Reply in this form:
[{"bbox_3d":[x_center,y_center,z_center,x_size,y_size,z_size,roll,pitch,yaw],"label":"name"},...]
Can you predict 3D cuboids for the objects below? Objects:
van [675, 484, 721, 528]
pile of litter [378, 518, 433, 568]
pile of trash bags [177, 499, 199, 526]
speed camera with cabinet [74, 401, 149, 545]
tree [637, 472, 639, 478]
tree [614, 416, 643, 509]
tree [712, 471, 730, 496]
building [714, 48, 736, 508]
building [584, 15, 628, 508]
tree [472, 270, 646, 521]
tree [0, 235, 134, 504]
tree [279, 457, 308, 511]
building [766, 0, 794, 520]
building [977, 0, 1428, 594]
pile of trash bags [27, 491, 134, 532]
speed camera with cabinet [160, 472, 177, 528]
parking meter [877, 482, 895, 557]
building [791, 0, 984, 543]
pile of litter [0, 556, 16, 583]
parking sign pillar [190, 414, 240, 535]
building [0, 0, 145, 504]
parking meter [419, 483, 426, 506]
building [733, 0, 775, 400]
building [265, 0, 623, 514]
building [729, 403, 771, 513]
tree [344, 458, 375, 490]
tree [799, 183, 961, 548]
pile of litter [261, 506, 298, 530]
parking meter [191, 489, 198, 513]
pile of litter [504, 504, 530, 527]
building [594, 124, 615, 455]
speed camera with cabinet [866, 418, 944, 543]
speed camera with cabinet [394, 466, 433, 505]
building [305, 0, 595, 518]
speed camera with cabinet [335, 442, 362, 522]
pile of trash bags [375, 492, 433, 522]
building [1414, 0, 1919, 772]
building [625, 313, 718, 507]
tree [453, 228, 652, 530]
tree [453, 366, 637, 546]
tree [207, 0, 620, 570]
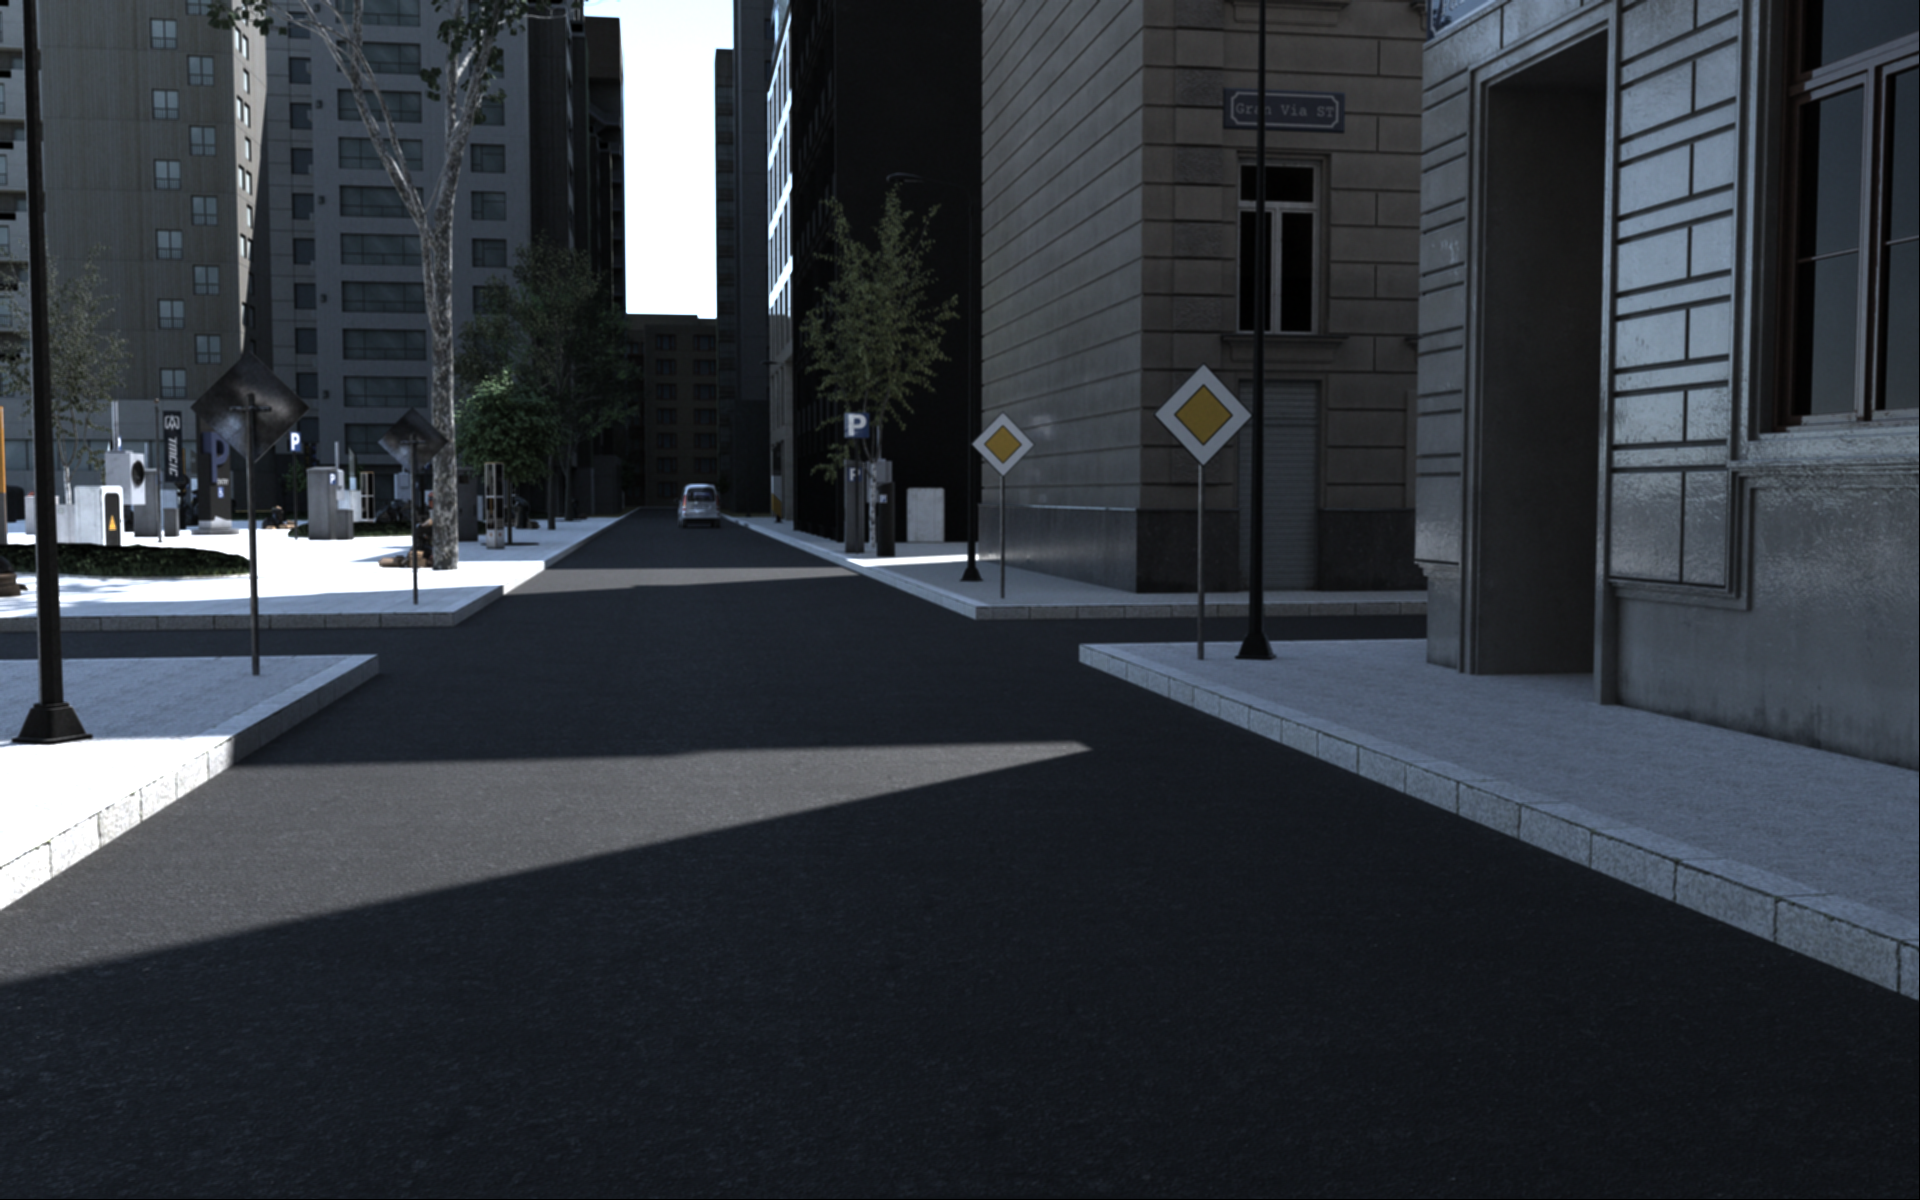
[{"bbox_3d":[-11.282,-4.146,74.806,2.013,2.044,4.112,-1,4,-12],"label":"van"},{"bbox_3d":[-9.612,-1.009,30.464,1.176,0.858,1.719,-2,4,-27],"label":"pile of litter"},{"bbox_3d":[-30.949,-3.695,70.161,3.447,1.369,1.912,2,4,30],"label":"pile of trash bags"},{"bbox_3d":[-17.830,-2.570,36.351,0.660,3.252,2.038,0,4,-1],"label":"speed camera with cabinet"},{"bbox_3d":[-28.617,-9.893,145.471,4.285,4.588,4.351,0,3,0],"label":"tree"},{"bbox_3d":[-29.688,-12.367,152.561,4.360,8.622,3.978,0,3,0],"label":"tree"},{"bbox_3d":[-20.153,-9.277,146.288,1.663,3.219,1.824,0,3,0],"label":"tree"},{"bbox_3d":[-16.061,-29.374,163.862,14.154,41.232,14.086,-1,4,-10],"label":"building"},{"bbox_3d":[-38.248,-31.196,160.159,14.200,45.320,14.600,-1,4,-10],"label":"building"},{"bbox_3d":[-18.574,-9.512,81.271,9.928,11.665,9.643,0,3,0],"label":"tree"},{"bbox_3d":[-24.573,-5.936,47.409,4.360,8.622,3.978,0,3,0],"label":"tree"},{"bbox_3d":[-34.298,-5.797,89.375,1.663,3.219,1.824,0,3,0],"label":"tree"},{"bbox_3d":[1.849,-16.841,79.867,19.350,26.468,34.151,-1,4,-10],"label":"building"},{"bbox_3d":[13.273,-14.178,29.079,25.104,27.353,12.463,-1,4,-10],"label":"building"},{"bbox_3d":[-29.590,-2.977,58.429,3.447,1.369,1.912,-1,4,-17],"label":"pile of trash bags"},{"bbox_3d":[-30.644,-4.402,66.304,0.660,3.252,2.038,-3,5,-44],"label":"speed camera with cabinet"},{"bbox_3d":[-1.525,-1.663,35.602,0.372,1.533,0.369,0,3,0],"label":"parking meter"},{"bbox_3d":[1.489,-13.717,53.954,12.332,23.373,15.834,-1,4,-10],"label":"building"},{"bbox_3d":[-13.587,-0.578,23.423,1.176,0.858,1.719,3,4,37],"label":"pile of litter"},{"bbox_3d":[-23.482,-4.039,54.511,1.447,3.967,1.447,0,4,5],"label":"parking sign pillar"},{"bbox_3d":[-71.867,-34.119,147.080,27.495,52.752,28.713,-1,4,-10],"label":"building"},{"bbox_3d":[-27.721,-5.117,89.382,0.399,1.863,0.255,-2,4,-24],"label":"parking meter"},{"bbox_3d":[-8.132,-36.775,143.269,21.231,58.520,28.212,-1,4,-10],"label":"building"},{"bbox_3d":[-33.479,-41.428,115.607,20.563,71.187,20.611,-1,4,-10],"label":"building"},{"bbox_3d":[-3.510,-48.949,112.989,22.319,86.520,31.000,-1,4,-10],"label":"building"},{"bbox_3d":[-31.807,-5.935,91.644,1.663,3.219,1.824,0,3,0],"label":"tree"},{"bbox_3d":[-2.075,-5.575,41.507,4.737,8.622,4.395,0,3,0],"label":"tree"},{"bbox_3d":[-24.705,-3.008,63.145,1.719,0.858,1.176,-3,5,-39],"label":"pile of litter"},{"bbox_3d":[-39.067,-4.896,88.466,0.372,1.533,0.369,0,3,0],"label":"parking meter"},{"bbox_3d":[-19.513,-3.665,73.881,1.719,0.858,1.176,1,4,19],"label":"pile of litter"},{"bbox_3d":[-34.218,-22.177,134.300,14.160,30.474,14.107,-1,4,-10],"label":"building"},{"bbox_3d":[-1.435,-3.133,45.558,2.038,3.252,0.660,0,4,-1],"label":"speed camera with cabinet"},{"bbox_3d":[-23.400,-4.935,75.020,2.038,3.252,0.660,-2,4,-27],"label":"speed camera with cabinet"},{"bbox_3d":[-28.686,-20.066,99.788,14.160,30.474,14.107,-1,4,-10],"label":"building"},{"bbox_3d":[-23.630,-4.403,66.332,0.660,3.252,2.038,1,4,11],"label":"speed camera with cabinet"},{"bbox_3d":[-21.749,-3.630,69.102,1.912,1.369,3.447,1,4,15],"label":"pile of trash bags"},{"bbox_3d":[10.063,-10.249,3.731,11.583,22.565,21.152,-1,4,-10],"label":"building"},{"bbox_3d":[-39.895,-21.051,189.219,28.899,21.520,27.650,-1,4,-10],"label":"building"},{"bbox_3d":[-14.853,-7.793,61.836,8.767,10.594,7.601,1,4,16],"label":"tree"},{"bbox_3d":[-11.306,-3.666,43.653,4.285,4.588,4.351,0,3,0],"label":"tree"},{"bbox_3d":[-10.079,-10.608,29.327,12.611,20.169,13.585,0,3,0],"label":"tree"}]
